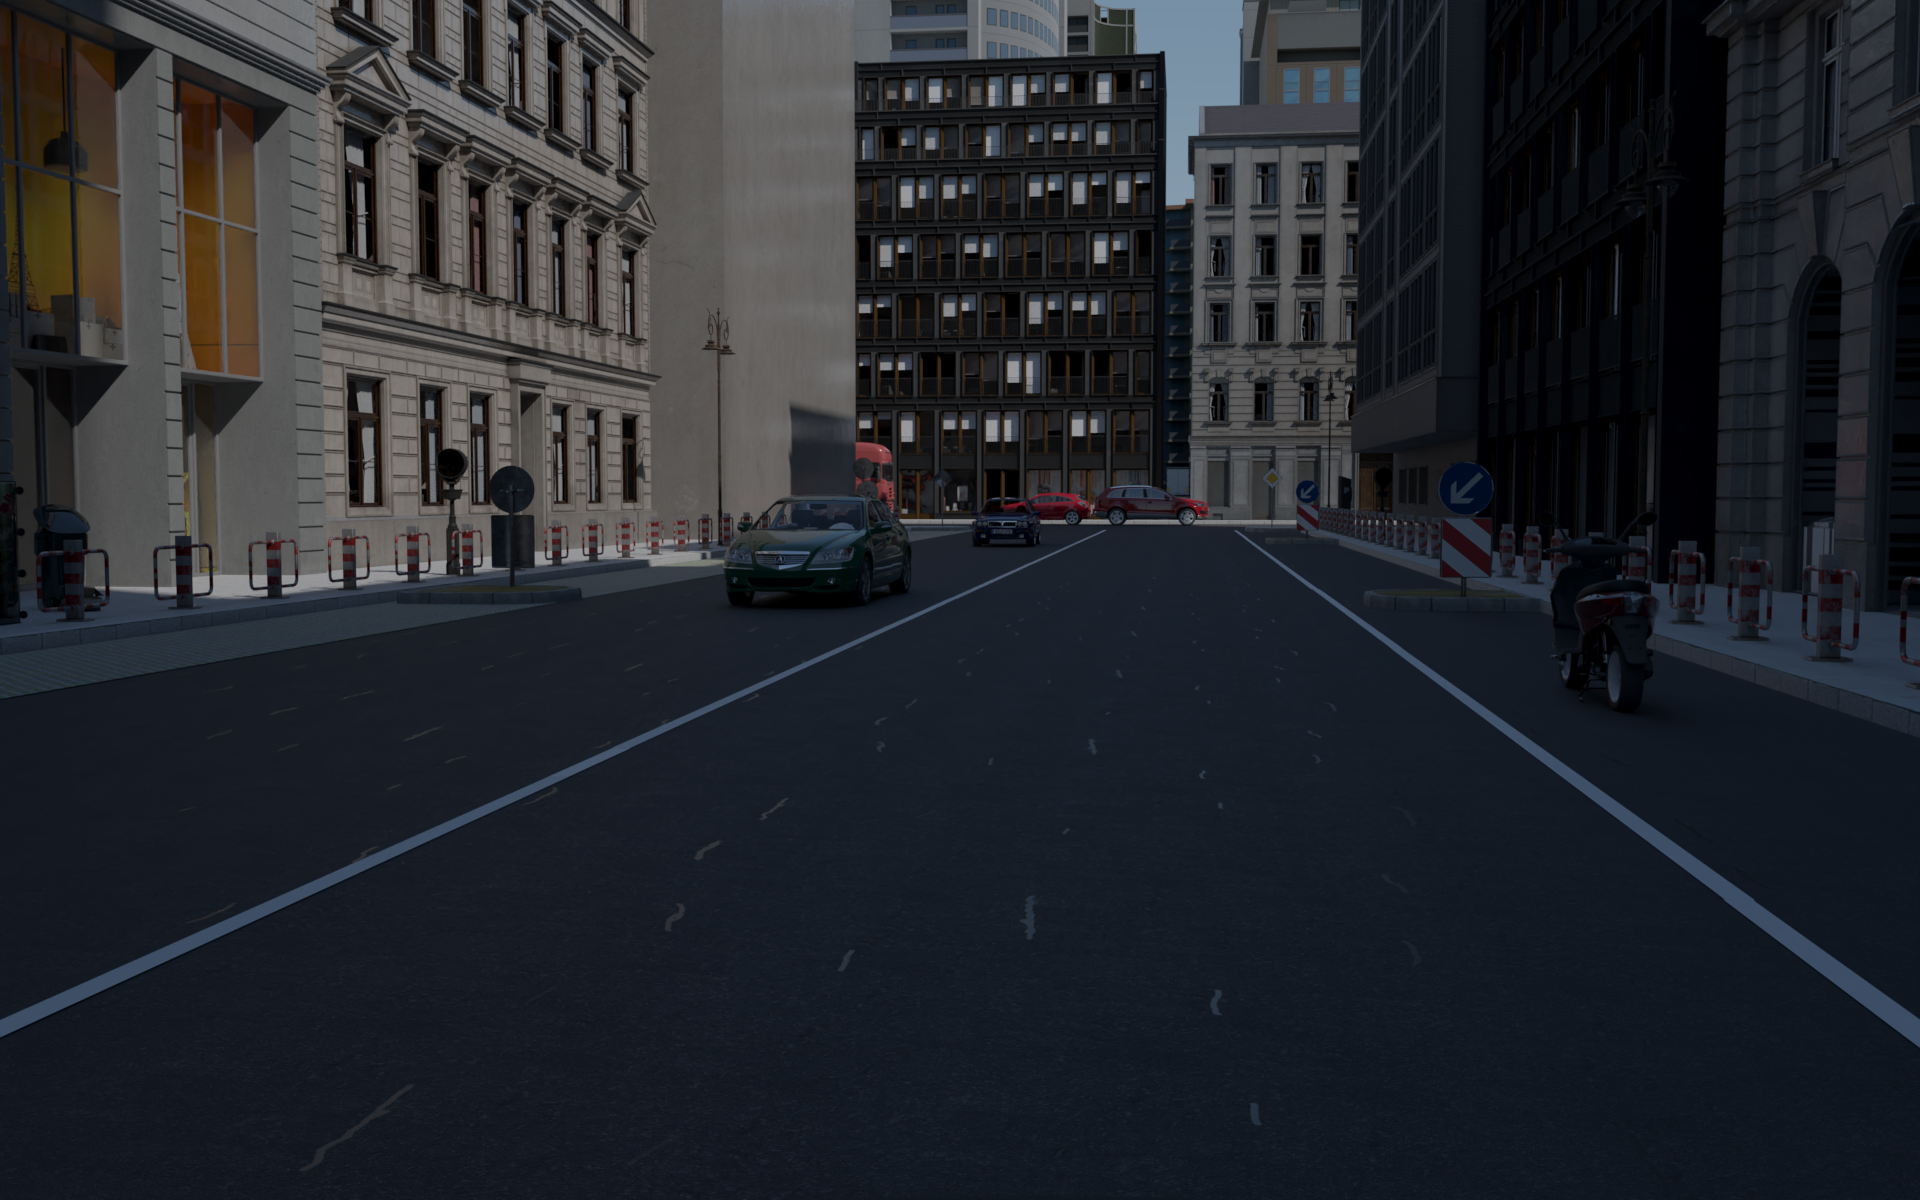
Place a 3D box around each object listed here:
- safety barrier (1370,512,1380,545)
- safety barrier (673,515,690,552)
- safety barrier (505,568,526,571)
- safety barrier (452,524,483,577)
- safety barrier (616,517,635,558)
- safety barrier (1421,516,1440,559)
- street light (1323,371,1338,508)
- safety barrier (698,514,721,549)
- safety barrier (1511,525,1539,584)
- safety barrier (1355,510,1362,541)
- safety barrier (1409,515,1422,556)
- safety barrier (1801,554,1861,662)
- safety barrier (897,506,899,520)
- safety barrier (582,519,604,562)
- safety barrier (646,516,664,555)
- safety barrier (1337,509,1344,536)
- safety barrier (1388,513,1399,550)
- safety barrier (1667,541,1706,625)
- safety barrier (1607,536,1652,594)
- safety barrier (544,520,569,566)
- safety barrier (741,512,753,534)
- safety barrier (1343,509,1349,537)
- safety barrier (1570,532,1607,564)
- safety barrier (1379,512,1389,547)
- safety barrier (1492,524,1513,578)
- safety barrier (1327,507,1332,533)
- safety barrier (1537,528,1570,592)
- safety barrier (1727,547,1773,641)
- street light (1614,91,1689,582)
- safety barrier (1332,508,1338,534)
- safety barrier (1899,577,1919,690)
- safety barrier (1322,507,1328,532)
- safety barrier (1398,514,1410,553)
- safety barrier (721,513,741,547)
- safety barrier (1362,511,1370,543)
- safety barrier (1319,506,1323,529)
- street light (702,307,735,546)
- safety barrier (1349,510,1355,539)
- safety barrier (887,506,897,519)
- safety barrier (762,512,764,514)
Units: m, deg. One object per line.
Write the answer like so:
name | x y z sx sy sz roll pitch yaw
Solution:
safety barrier | 10.642 -1.803 43.746 0.300 0.817 1.120 0 4 7
safety barrier | -6.176 -1.477 38.419 0.300 0.817 1.120 0 4 7
safety barrier | -7.420 -0.893 28.879 0.300 0.817 1.120 0 4 7
safety barrier | -7.668 -0.777 26.976 0.300 0.817 1.120 0 4 7
safety barrier | -6.675 -1.243 34.598 0.300 0.817 1.120 0 4 7
safety barrier | 9.402 -1.220 34.228 0.300 0.817 1.120 0 4 7
street light | 13.882 -5.643 65.058 0.468 5.910 1.993 0 4 7
safety barrier | -5.927 -1.593 40.319 0.300 0.817 1.120 0 4 7
safety barrier | 8.164 -0.638 24.707 0.300 0.817 1.120 0 4 7
safety barrier | 11.140 -2.036 47.564 0.300 0.817 1.120 0 4 7
safety barrier | 9.654 -1.337 36.137 0.300 0.817 1.120 0 4 7
safety barrier | 6.675 0.060 13.292 0.300 0.817 1.120 0 4 7
safety barrier | -2.451 -3.225 67.008 0.300 0.817 1.120 0 4 7
safety barrier | -6.923 -1.126 32.684 0.300 0.817 1.120 0 4 7
safety barrier | -6.427 -1.359 36.499 0.300 0.817 1.120 0 4 7
safety barrier | 11.884 -2.385 53.277 0.300 0.817 1.120 0 4 7
safety barrier | 10.149 -1.570 39.944 0.300 0.817 1.120 0 4 7
safety barrier | 7.172 -0.172 17.093 0.300 0.817 1.120 0 4 7
safety barrier | 7.420 -0.289 18.996 0.300 0.817 1.120 0 4 7
safety barrier | -7.167 -1.009 30.779 0.300 0.817 1.120 0 4 7
safety barrier | -5.435 -1.826 44.132 0.300 0.817 1.120 0 4 7
safety barrier | 11.638 -2.269 51.376 0.300 0.817 1.120 0 4 7
safety barrier | 7.670 -0.406 20.905 0.300 0.817 1.120 0 4 7
safety barrier | 10.395 -1.686 41.845 0.300 0.817 1.120 0 4 7
safety barrier | 8.411 -0.754 26.608 0.300 0.817 1.120 0 4 7
safety barrier | 12.380 -2.618 57.079 0.300 0.817 1.120 0 4 7
safety barrier | 7.914 -0.522 22.806 0.300 0.817 1.120 0 4 7
safety barrier | 6.923 -0.056 15.193 0.300 0.817 1.120 0 4 7
street light | 8.100 -2.914 20.436 0.468 5.910 1.993 0 4 7
safety barrier | 12.133 -2.502 55.177 0.300 0.817 1.120 0 4 7
safety barrier | 6.427 0.176 11.391 0.300 0.817 1.120 0 4 7
safety barrier | 12.628 -2.734 58.980 0.300 0.817 1.120 0 4 7
safety barrier | 9.898 -1.454 38.041 0.300 0.817 1.120 0 4 7
safety barrier | -5.682 -1.709 42.221 0.300 0.817 1.120 0 4 7
safety barrier | 10.892 -1.919 45.658 0.300 0.817 1.120 0 4 7
safety barrier | 12.874 -2.851 60.886 0.300 0.817 1.120 0 4 7
street light | -5.982 -4.298 43.060 0.468 5.910 1.993 0 4 7
safety barrier | 11.390 -2.152 49.464 0.300 0.817 1.120 0 4 7
safety barrier | -2.700 -3.109 65.107 0.300 0.817 1.120 0 4 7
safety barrier | -5.185 -1.943 46.041 0.300 0.817 1.120 0 4 7
